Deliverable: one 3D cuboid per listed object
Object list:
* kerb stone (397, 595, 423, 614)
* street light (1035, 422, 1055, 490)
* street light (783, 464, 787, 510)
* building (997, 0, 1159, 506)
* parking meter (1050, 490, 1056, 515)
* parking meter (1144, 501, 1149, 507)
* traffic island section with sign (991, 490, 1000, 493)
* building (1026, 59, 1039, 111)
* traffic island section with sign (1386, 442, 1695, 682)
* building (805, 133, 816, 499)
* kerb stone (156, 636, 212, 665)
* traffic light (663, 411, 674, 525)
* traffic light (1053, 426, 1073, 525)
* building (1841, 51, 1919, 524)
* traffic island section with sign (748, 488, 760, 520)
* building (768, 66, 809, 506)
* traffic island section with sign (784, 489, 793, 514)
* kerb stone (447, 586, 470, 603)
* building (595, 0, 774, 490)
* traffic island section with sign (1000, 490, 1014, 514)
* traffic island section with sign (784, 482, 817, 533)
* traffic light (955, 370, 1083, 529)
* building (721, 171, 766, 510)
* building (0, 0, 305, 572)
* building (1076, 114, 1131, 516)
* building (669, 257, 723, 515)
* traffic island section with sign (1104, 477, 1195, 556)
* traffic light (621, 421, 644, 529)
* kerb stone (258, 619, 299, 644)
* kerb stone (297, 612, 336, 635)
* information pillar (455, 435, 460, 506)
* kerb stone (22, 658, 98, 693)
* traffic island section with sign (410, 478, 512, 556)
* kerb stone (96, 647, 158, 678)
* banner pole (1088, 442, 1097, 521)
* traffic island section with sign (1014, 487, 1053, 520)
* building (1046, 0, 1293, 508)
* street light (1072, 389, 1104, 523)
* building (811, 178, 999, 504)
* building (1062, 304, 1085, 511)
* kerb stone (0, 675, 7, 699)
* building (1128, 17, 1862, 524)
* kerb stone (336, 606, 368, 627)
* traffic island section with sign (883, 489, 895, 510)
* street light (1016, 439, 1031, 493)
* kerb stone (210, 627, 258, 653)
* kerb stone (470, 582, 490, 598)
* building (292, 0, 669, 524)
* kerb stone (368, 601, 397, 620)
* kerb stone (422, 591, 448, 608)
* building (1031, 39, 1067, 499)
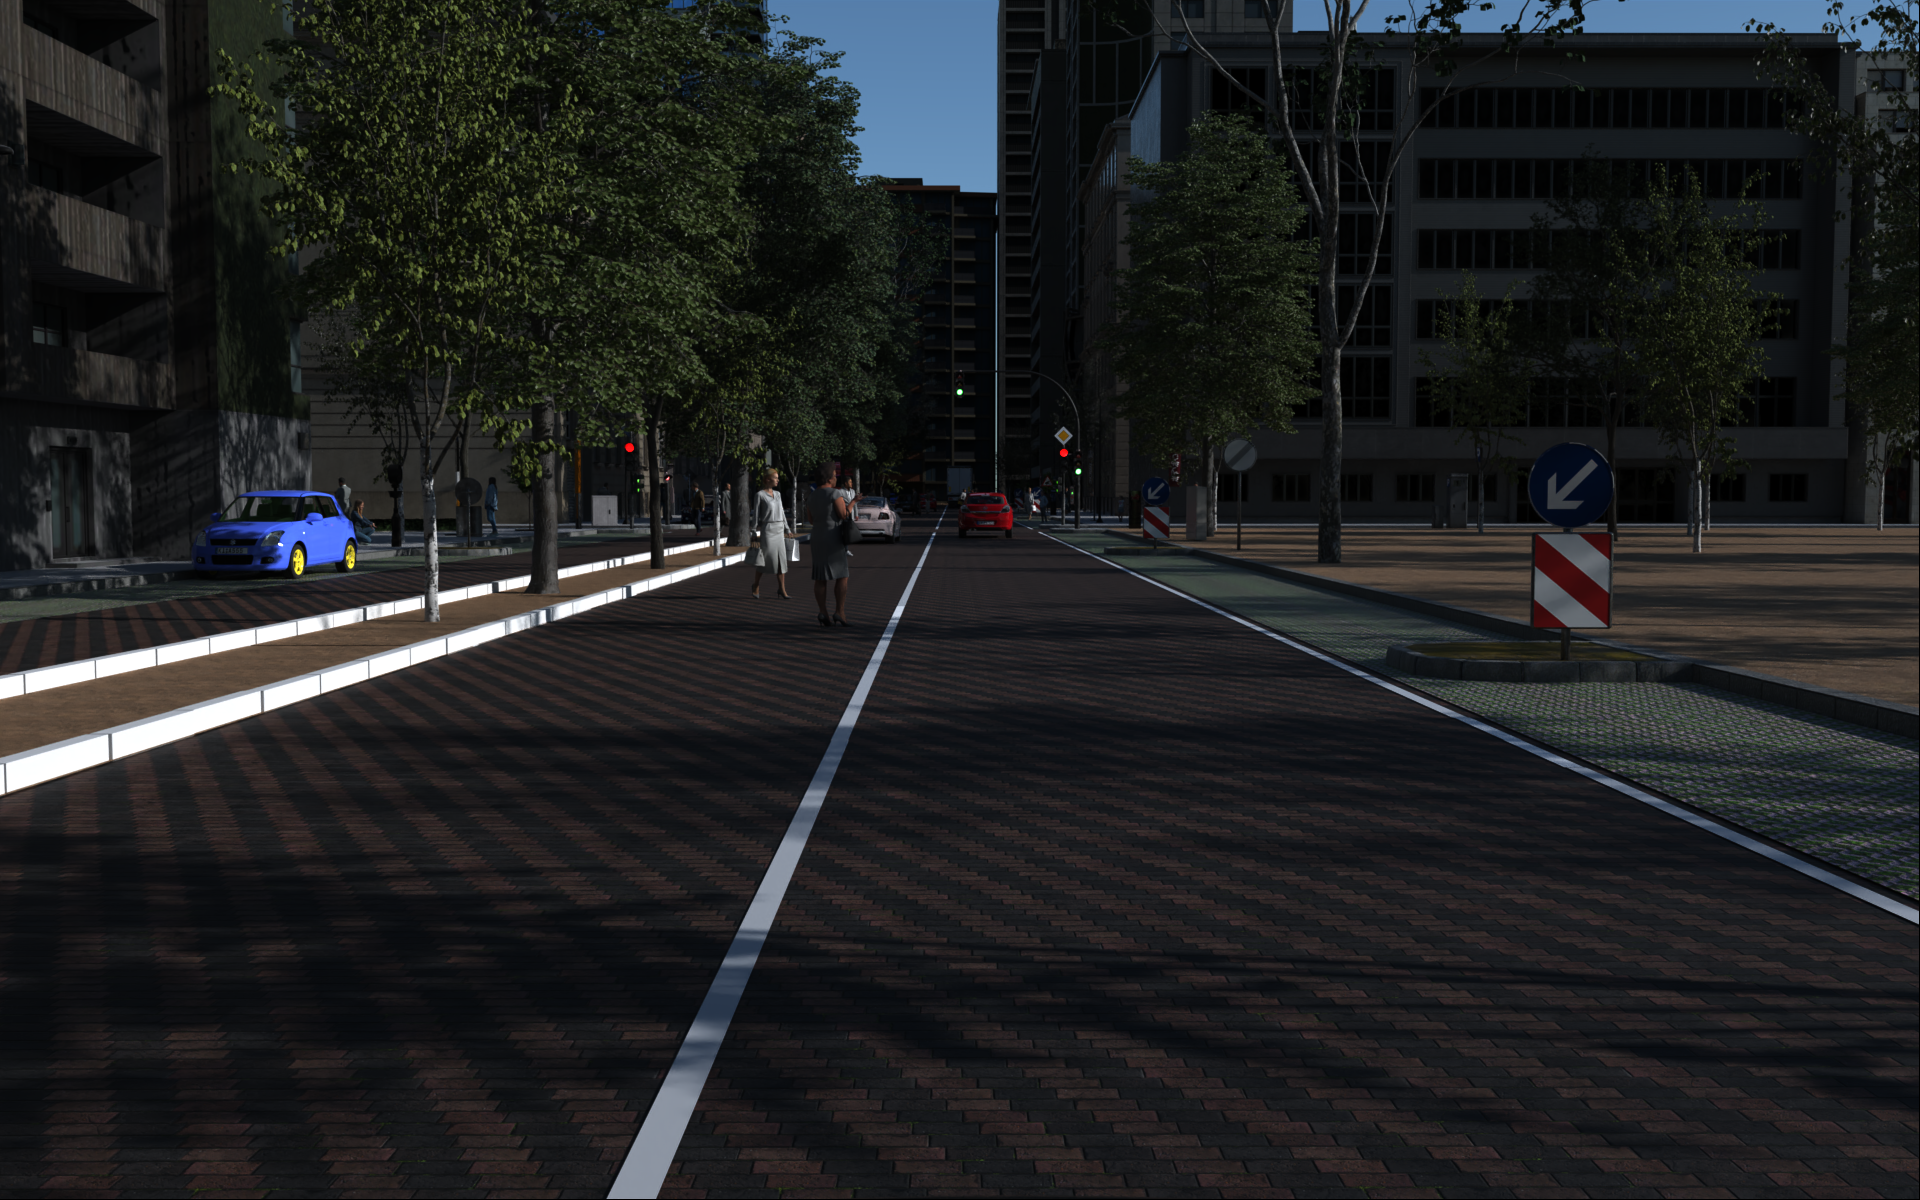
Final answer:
[{"bbox_3d":[-6.759,0.079,21.022,0.120,0.150,1.000,0,4,0],"label":"kerb stone"},{"bbox_3d":[5.532,-8.513,111.730,1.470,5.913,1.316,0,4,0],"label":"street light"},{"bbox_3d":[-13.888,-10.409,142.734,1.470,5.913,1.316,0,4,0],"label":"street light"},{"bbox_3d":[15.588,-49.116,241.289,20.611,71.187,20.563,0,4,0],"label":"building"},{"bbox_3d":[5.682,-5.933,105.418,0.372,1.533,0.369,0,3,0],"label":"parking meter"},{"bbox_3d":[7.768,-3.853,71.405,0.372,1.533,0.369,0,3,0],"label":"parking meter"},{"bbox_3d":[3.740,-11.834,202.111,1.989,1.847,2.006,0,4,0],"label":"traffic island section with sign"},{"bbox_3d":[22.815,-37.761,206.628,28.713,52.752,27.495,0,4,0],"label":"building"},{"bbox_3d":[4.564,-0.330,14.028,1.989,1.847,2.006,0,4,0],"label":"traffic island section with sign"},{"bbox_3d":[-32.375,-35.975,207.799,30.456,49.044,23.786,0,4,0],"label":"building"},{"bbox_3d":[-6.728,0.451,14.885,0.120,0.150,1.000,0,4,0],"label":"kerb stone"},{"bbox_3d":[-10.006,-5.935,71.703,4.771,5.953,1.251,0,4,0],"label":"traffic light"},{"bbox_3d":[4.264,-5.066,71.746,0.839,4.253,0.868,0,4,0],"label":"traffic light"},{"bbox_3d":[46.940,-13.680,78.415,16.860,20.320,10.420,0,4,0],"label":"building"},{"bbox_3d":[-11.919,-5.368,96.398,1.989,1.847,2.006,0,4,0],"label":"traffic island section with sign"},{"bbox_3d":[-23.673,-32.669,184.242,14.600,45.320,14.200,0,4,0],"label":"building"},{"bbox_3d":[-12.033,-7.017,123.353,1.989,1.847,2.006,0,4,0],"label":"traffic island section with sign"},{"bbox_3d":[-6.768,-0.053,23.073,0.120,0.150,1.000,0,4,0],"label":"kerb stone"},{"bbox_3d":[-28.297,-51.849,160.406,22.319,86.520,31.000,0,4,0],"label":"building"},{"bbox_3d":[4.074,-7.080,124.383,1.989,1.847,2.006,0,4,0],"label":"traffic island section with sign"},{"bbox_3d":[-5.888,-3.421,64.069,2.006,1.907,1.989,0,4,0],"label":"traffic island section with sign"},{"bbox_3d":[2.207,-5.440,63.610,4.771,5.953,1.251,0,4,0],"label":"traffic light"},{"bbox_3d":[-22.486,-19.500,136.840,12.078,24.808,19.932,0,4,0],"label":"building"},{"bbox_3d":[-21.142,-15.805,30.119,14.160,30.474,14.107,0,4,0],"label":"building"},{"bbox_3d":[14.560,-19.238,111.802,12.463,27.353,25.104,0,4,0],"label":"building"},{"bbox_3d":[-23.495,-20.013,114.599,14.401,28.519,23.554,0,4,0],"label":"building"},{"bbox_3d":[4.441,-1.979,40.983,1.989,1.847,2.006,0,4,0],"label":"traffic island section with sign"},{"bbox_3d":[-12.062,-4.572,63.674,0.839,4.253,0.868,0,4,0],"label":"traffic light"},{"bbox_3d":[-6.735,0.326,16.932,0.120,0.150,1.000,0,4,0],"label":"kerb stone"},{"bbox_3d":[-6.737,0.259,17.953,0.120,0.150,1.000,0,4,0],"label":"kerb stone"},{"bbox_3d":[-18.630,-4.456,64.207,0.183,3.616,0.504,-2,4,-23],"label":"information pillar"},{"bbox_3d":[-6.722,0.572,12.841,0.120,0.150,1.000,0,4,0],"label":"kerb stone"},{"bbox_3d":[-11.674,-1.968,40.808,1.989,1.847,2.006,0,4,0],"label":"traffic island section with sign"},{"bbox_3d":[-6.728,0.511,13.863,0.120,0.150,1.000,0,4,0],"label":"kerb stone"},{"bbox_3d":[6.316,-5.674,82.787,0.401,3.779,0.863,-2,4,-26],"label":"banner pole"},{"bbox_3d":[4.198,-5.431,97.429,1.989,1.847,2.006,0,4,0],"label":"traffic island section with sign"},{"bbox_3d":[18.485,-44.151,160.118,20.563,71.187,20.611,0,4,0],"label":"building"},{"bbox_3d":[5.674,-6.385,76.935,1.470,5.913,1.316,0,4,0],"label":"street light"},{"bbox_3d":[-9.154,-35.966,242.667,28.867,44.769,22.147,0,4,0],"label":"building"},{"bbox_3d":[16.562,-16.582,138.575,16.820,18.784,16.811,0,4,0],"label":"building"},{"bbox_3d":[-6.715,0.636,11.814,0.120,0.150,1.000,0,4,0],"label":"kerb stone"},{"bbox_3d":[23.473,-15.962,80.040,30.058,24.678,14.314,0,4,0],"label":"building"},{"bbox_3d":[-6.745,0.197,18.975,0.120,0.150,1.000,0,4,0],"label":"kerb stone"},{"bbox_3d":[-6.249,-8.470,146.614,2.006,1.907,1.989,0,4,0],"label":"traffic island section with sign"},{"bbox_3d":[5.424,-10.664,146.898,1.470,5.913,1.316,0,4,0],"label":"street light"},{"bbox_3d":[-6.734,0.384,15.910,0.120,0.150,1.000,0,4,0],"label":"kerb stone"},{"bbox_3d":[-6.769,-0.117,24.103,0.120,0.150,1.000,0,4,0],"label":"kerb stone"},{"bbox_3d":[-24.432,-15.580,88.009,16.112,22.955,30.059,0,4,0],"label":"building"},{"bbox_3d":[-6.757,0.134,19.999,0.120,0.150,1.000,0,4,0],"label":"kerb stone"},{"bbox_3d":[-6.757,0.009,22.051,0.120,0.150,1.000,0,4,0],"label":"kerb stone"},{"bbox_3d":[18.585,-34.158,182.182,21.300,48.544,21.600,0,4,0],"label":"building"}]
